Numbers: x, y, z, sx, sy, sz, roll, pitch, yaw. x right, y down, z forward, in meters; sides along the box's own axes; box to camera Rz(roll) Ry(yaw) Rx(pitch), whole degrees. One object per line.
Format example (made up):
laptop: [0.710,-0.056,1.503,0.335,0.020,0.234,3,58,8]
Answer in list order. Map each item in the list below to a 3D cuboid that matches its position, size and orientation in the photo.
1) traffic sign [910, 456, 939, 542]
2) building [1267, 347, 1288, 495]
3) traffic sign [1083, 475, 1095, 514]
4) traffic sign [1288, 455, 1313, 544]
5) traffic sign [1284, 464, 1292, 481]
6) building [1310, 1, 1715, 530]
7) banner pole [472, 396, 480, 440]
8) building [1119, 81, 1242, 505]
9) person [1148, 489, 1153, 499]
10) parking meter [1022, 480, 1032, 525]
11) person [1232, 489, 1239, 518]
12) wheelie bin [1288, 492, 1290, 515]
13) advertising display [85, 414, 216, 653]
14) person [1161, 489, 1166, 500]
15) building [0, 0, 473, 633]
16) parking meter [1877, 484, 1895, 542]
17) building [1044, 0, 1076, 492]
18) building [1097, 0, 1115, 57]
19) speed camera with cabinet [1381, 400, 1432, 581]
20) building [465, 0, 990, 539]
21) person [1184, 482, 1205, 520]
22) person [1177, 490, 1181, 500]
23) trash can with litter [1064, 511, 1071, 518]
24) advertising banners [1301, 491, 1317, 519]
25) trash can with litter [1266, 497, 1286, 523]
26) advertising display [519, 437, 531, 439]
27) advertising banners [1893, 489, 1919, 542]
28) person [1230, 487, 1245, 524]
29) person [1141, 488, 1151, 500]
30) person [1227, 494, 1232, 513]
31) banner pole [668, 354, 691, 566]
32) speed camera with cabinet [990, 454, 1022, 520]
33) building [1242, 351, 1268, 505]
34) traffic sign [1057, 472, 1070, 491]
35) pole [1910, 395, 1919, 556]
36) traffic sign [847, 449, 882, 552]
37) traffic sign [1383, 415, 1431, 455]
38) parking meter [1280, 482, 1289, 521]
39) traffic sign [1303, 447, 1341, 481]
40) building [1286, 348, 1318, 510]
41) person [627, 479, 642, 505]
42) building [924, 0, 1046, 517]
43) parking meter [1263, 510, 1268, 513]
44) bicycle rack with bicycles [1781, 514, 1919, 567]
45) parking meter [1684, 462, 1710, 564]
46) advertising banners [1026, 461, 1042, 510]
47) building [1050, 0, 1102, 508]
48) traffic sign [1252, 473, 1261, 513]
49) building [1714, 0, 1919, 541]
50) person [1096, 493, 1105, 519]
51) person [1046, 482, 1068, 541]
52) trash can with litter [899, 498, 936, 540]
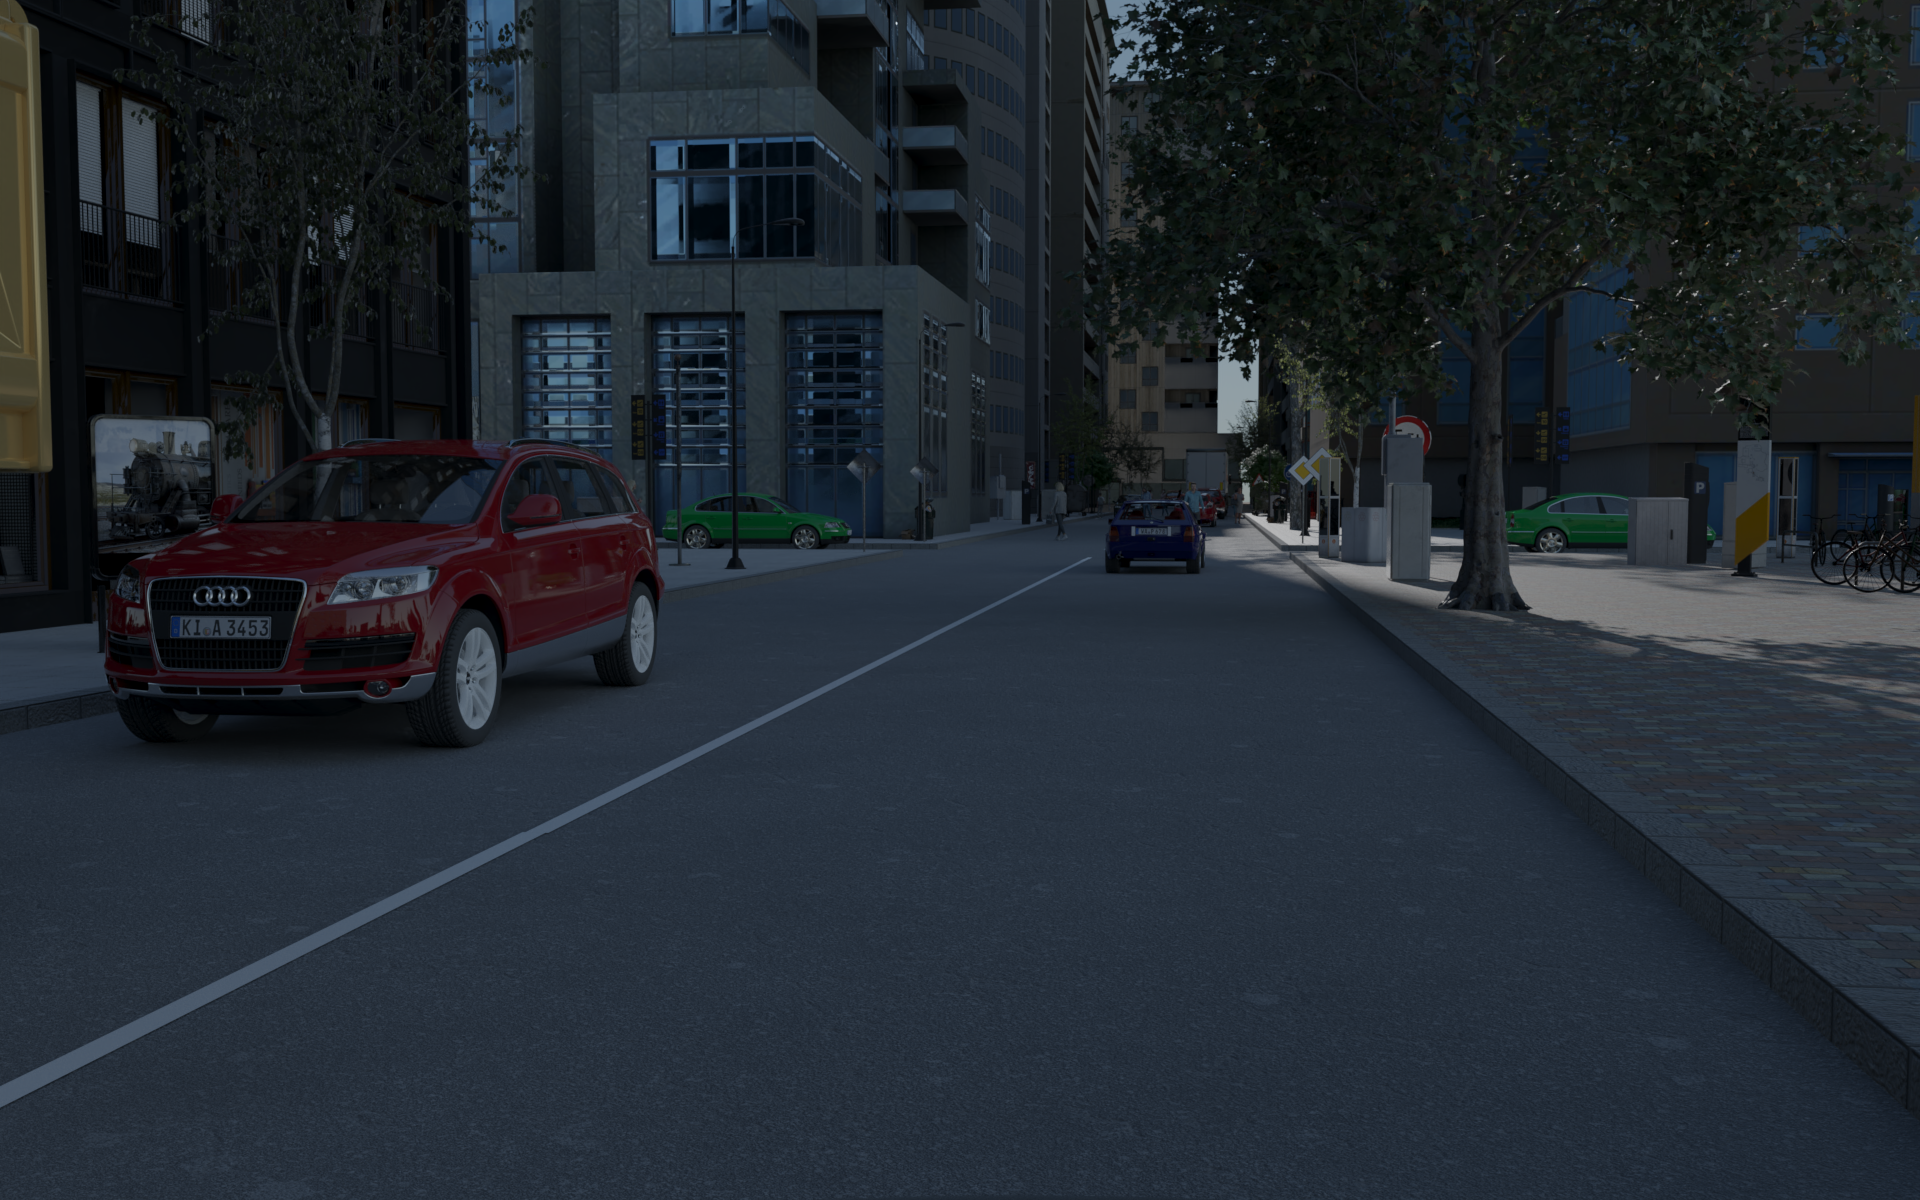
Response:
traffic sign: [-0.951,-2.610,46.316,0.795,2.450,0.064,1,4,8]
building: [42.868,-33.906,178.063,21.300,48.544,21.600,1,4,8]
traffic sign: [8.440,-6.939,113.557,0.768,2.556,0.104,1,4,10]
traffic sign: [8.883,-2.520,44.840,0.795,2.450,0.064,1,4,8]
traffic sign: [13.820,-4.389,71.860,0.768,2.556,0.104,1,4,12]
building: [22.241,-25.820,72.275,14.600,45.320,14.200,1,4,8]
banner pole: [-11.034,-3.003,39.119,0.401,3.779,0.863,-3,5,-43]
building: [22.151,-38.623,220.719,27.495,52.752,28.713,1,4,8]
person: [13.105,-6.769,119.736,0.480,1.755,0.524,-2,4,-26]
parking meter: [2.802,-4.109,72.888,0.399,1.863,0.255,0,4,-3]
person: [16.776,-5.863,105.198,0.563,1.720,0.643,1,4,18]
wheelie bin: [20.440,-5.989,105.824,0.980,1.594,0.693,-3,5,-40]
advertising display: [-6.619,-0.551,14.229,0.974,1.923,0.123,-3,5,-43]
person: [13.005,-6.182,110.159,0.643,1.750,0.593,0,4,5]
building: [-14.468,-11.530,18.198,12.332,23.373,15.834,1,4,8]
parking meter: [23.477,-2.173,43.946,0.372,1.533,0.369,0,3,0]
building: [-1.497,-42.397,131.442,20.563,71.187,20.611,1,4,8]
building: [1.752,-36.192,180.983,27.495,52.752,28.713,1,4,8]
speed camera with cabinet: [6.791,-1.956,26.309,0.660,3.252,2.038,1,4,10]
building: [-9.956,-45.918,63.429,22.319,86.520,31.000,1,4,8]
person: [7.617,-2.932,56.453,0.660,1.820,0.620,-1,4,-12]
person: [19.818,-9.005,155.686,0.705,1.831,1.348,-1,4,-22]
trash can with litter: [4.954,-4.723,88.604,1.055,1.170,0.624,3,4,37]
advertising banners: [17.778,-5.583,87.462,2.074,3.025,0.090,2,4,33]
trash can with litter: [13.791,-3.941,75.828,0.624,1.170,1.055,-2,4,-26]
advertising display: [-4.973,-0.902,19.959,0.123,1.923,0.974,-1,4,-10]
advertising banners: [24.704,-2.933,44.138,0.090,3.025,2.074,-3,4,-39]
person: [13.405,-4.571,83.587,0.716,1.782,0.532,0,4,-7]
person: [10.363,-5.341,96.096,0.793,1.790,0.793,-1,4,-16]
person: [19.910,-7.375,129.814,1.217,1.736,0.721,0,4,3]
banner pole: [-4.978,-2.492,30.759,0.401,3.779,0.863,-1,4,-13]
speed camera with cabinet: [2.293,-5.597,85.852,0.660,3.252,2.038,3,5,42]
building: [49.394,-34.126,212.576,28.867,44.769,22.147,1,4,8]
traffic sign: [5.878,-6.009,98.352,0.768,2.556,0.104,1,4,14]
pole: [19.800,-2.569,35.846,0.158,3.312,0.155,0,3,0]
traffic sign: [-2.125,-2.127,38.418,0.795,2.450,0.064,1,4,8]
traffic sign: [7.243,-1.715,28.141,0.768,2.556,0.104,1,4,9]
parking meter: [15.249,-4.635,81.496,0.399,1.863,0.255,1,4,18]
traffic sign: [7.709,-2.037,36.941,0.795,2.450,0.064,1,4,8]
building: [39.451,-17.535,131.739,27.650,21.520,28.899,1,4,8]
person: [-8.239,-2.150,43.832,0.526,1.800,0.537,0,4,-3]
building: [-6.805,-34.236,101.764,21.231,58.520,28.212,1,4,8]
parking meter: [20.531,-6.593,116.203,0.372,1.533,0.369,0,3,0]
bicycle rack with bicycles: [16.228,-1.101,31.381,2.852,0.926,2.925,1,4,9]
parking meter: [13.574,-1.604,31.939,0.399,1.863,0.255,-1,4,-9]
advertising banners: [4.510,-5.852,91.860,2.074,3.025,0.090,0,4,-1]
building: [1.090,-32.376,153.046,21.300,48.544,21.600,1,4,8]
traffic sign: [18.664,-6.611,108.092,0.884,2.594,0.081,1,4,10]
building: [26.919,-24.596,52.261,14.200,45.320,14.600,1,4,8]
person: [7.907,-5.309,97.891,0.523,1.515,0.503,2,4,32]
person: [3.032,-2.736,53.408,0.709,1.800,0.728,-3,4,-38]
trash can with litter: [-1.217,-2.276,48.592,1.055,1.170,0.624,1,4,20]
